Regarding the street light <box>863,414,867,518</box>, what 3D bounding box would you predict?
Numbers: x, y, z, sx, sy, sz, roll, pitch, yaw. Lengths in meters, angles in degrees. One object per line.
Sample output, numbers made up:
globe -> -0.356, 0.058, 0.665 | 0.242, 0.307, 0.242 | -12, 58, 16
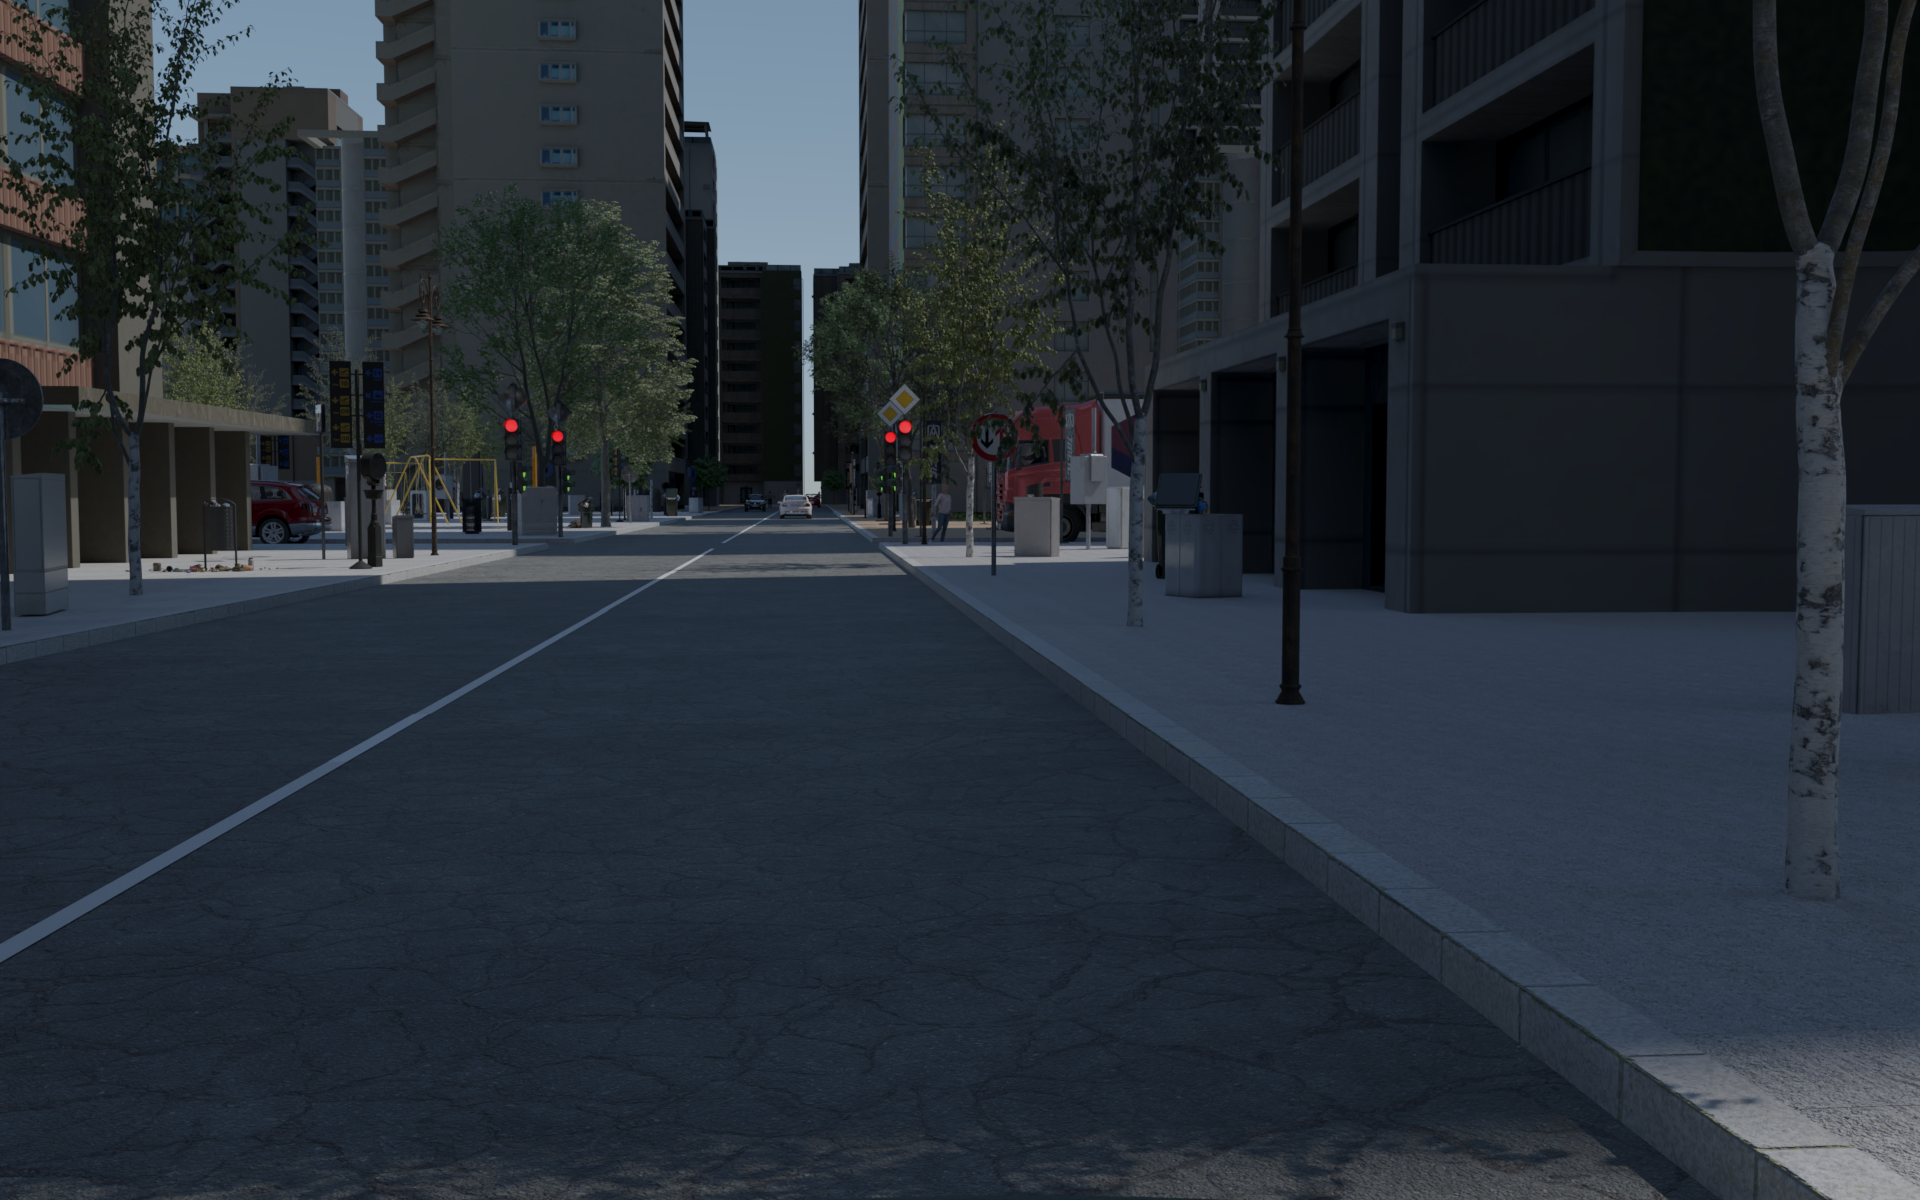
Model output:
street light -> -5.085, -7.344, 92.856 | 0.468, 5.910, 1.993 | 0, 4, -5

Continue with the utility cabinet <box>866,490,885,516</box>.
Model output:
utility cabinet -> -4.822, -5.577, 99.862 | 1.173, 1.500, 0.318 | -1, 4, -20

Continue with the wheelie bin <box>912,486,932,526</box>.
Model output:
wheelie bin -> -1.525, -3.802, 70.063 | 0.980, 1.594, 0.693 | -1, 4, -10

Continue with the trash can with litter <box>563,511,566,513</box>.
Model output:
trash can with litter -> -27.557, -6.551, 118.165 | 2.233, 1.210, 1.678 | 1, 4, 22

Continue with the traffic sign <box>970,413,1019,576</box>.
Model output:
traffic sign -> 0.533, -1.659, 27.237 | 0.768, 2.556, 0.104 | 0, 4, -3

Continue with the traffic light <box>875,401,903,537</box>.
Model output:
traffic light -> -2.122, -3.869, 52.176 | 0.839, 4.253, 0.868 | 0, 4, -5

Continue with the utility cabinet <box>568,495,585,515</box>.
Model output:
utility cabinet -> -23.451, -5.798, 105.952 | 1.020, 1.237, 0.306 | -3, 5, -42

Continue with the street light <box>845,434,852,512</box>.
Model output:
street light -> -8.155, -9.415, 126.730 | 0.468, 5.910, 1.993 | 0, 4, -5

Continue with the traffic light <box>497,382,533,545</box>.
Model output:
traffic light -> -11.152, -3.330, 43.361 | 0.839, 4.253, 0.868 | 0, 4, -5

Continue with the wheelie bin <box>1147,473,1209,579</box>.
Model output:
wheelie bin -> 3.315, -1.122, 26.250 | 0.980, 1.594, 0.693 | 1, 4, 21

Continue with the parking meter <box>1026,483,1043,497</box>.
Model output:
parking meter -> 1.634, -1.815, 38.091 | 0.372, 1.533, 0.369 | 0, 3, 0

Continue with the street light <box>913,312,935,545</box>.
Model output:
street light -> -0.908, -4.349, 43.900 | 0.468, 5.910, 1.993 | 0, 4, -5

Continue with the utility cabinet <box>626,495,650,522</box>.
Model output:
utility cabinet -> -15.074, -4.276, 81.072 | 1.020, 1.237, 0.306 | 0, 4, 8

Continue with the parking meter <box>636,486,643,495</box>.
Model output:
parking meter -> -19.414, -6.066, 104.886 | 0.255, 1.863, 0.399 | -3, 5, -39

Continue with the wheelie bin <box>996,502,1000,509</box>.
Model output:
wheelie bin -> 1.856, -3.972, 72.848 | 0.693, 1.594, 0.980 | 1, 4, 13

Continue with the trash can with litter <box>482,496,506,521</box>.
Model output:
trash can with litter -> -22.263, -4.318, 81.664 | 1.678, 1.210, 2.233 | -1, 4, -22

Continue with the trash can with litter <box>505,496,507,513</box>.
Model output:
trash can with litter -> -30.435, -6.372, 115.562 | 0.624, 1.170, 1.055 | -2, 4, -25

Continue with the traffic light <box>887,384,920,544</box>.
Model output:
traffic light -> -1.428, -3.382, 44.220 | 0.839, 4.253, 0.868 | 0, 4, -5

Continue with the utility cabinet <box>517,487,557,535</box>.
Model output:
utility cabinet -> -13.036, -2.739, 53.461 | 1.173, 1.500, 0.318 | -3, 4, -39

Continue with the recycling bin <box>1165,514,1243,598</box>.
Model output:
recycling bin -> 3.057, -0.561, 21.720 | 0.722, 1.027, 0.722 | -2, 4, -27

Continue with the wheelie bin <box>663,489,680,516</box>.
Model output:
wheelie bin -> -16.573, -5.599, 99.452 | 0.980, 1.594, 0.693 | 0, 4, -5

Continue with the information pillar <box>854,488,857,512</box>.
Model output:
information pillar -> -7.338, -7.128, 121.029 | 0.304, 2.012, 0.304 | 0, 4, 5

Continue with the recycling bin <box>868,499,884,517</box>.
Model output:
recycling bin -> -4.701, -5.150, 96.749 | 0.722, 1.027, 0.722 | -2, 4, -28

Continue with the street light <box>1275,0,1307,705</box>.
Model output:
street light -> 2.023, -2.302, 10.433 | 0.468, 5.910, 1.993 | 0, 4, -5

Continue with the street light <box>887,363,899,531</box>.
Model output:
street light -> -2.260, -5.299, 59.424 | 0.468, 5.910, 1.993 | 0, 4, -5

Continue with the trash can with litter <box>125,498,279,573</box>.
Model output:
trash can with litter -> -12.698, -1.090, 28.875 | 2.233, 1.210, 1.678 | 0, 4, -4

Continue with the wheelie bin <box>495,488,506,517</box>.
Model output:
wheelie bin -> -25.552, -5.390, 96.039 | 0.693, 1.594, 0.980 | -2, 4, -35

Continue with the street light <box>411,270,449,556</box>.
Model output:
street light -> -10.970, -3.865, 35.985 | 0.468, 5.910, 1.993 | 0, 4, -5

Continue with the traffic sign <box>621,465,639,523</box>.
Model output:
traffic sign -> -14.522, -4.657, 76.255 | 0.768, 2.556, 0.104 | 0, 4, -1

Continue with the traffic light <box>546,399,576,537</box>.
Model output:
traffic light -> -11.845, -3.816, 51.316 | 0.839, 4.253, 0.868 | 0, 4, -5

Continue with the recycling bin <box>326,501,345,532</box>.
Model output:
recycling bin -> -21.591, -2.881, 59.663 | 0.722, 1.027, 0.722 | 0, 4, -8

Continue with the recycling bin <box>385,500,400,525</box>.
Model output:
recycling bin -> -23.966, -3.673, 72.603 | 0.722, 1.027, 0.722 | 1, 4, 15

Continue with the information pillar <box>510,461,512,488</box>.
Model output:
information pillar -> -32.228, -8.131, 124.304 | 0.183, 3.616, 0.504 | -1, 4, -21

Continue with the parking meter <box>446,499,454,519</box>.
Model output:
parking meter -> -26.481, -4.983, 89.880 | 0.372, 1.533, 0.369 | 0, 3, 0

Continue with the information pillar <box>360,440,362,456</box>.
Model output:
information pillar -> -23.283, -4.639, 67.196 | 0.183, 3.616, 0.504 | -2, 4, -31

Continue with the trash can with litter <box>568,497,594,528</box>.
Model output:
trash can with litter -> -14.232, -3.273, 64.900 | 1.055, 1.170, 0.624 | 2, 4, 25

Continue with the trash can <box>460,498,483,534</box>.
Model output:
trash can -> -15.698, -2.694, 55.694 | 0.748, 1.137, 0.748 | 0, 3, 0

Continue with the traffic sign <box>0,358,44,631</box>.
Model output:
traffic sign -> -8.982, -0.987, 16.236 | 0.768, 2.556, 0.104 | 0, 4, -5

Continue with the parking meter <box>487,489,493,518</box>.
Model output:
parking meter -> -25.610, -5.248, 94.223 | 0.372, 1.533, 0.369 | 0, 3, 0

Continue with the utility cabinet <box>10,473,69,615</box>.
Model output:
utility cabinet -> -9.893, -0.607, 18.610 | 0.318, 1.500, 1.173 | -1, 4, -17

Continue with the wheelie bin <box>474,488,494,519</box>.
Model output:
wheelie bin -> -24.278, -4.903, 88.071 | 0.693, 1.594, 0.980 | 0, 4, 5

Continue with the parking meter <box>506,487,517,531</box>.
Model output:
parking meter -> -15.616, -3.180, 60.411 | 0.372, 1.533, 0.369 | 0, 3, 0

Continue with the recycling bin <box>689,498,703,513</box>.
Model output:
recycling bin -> -17.803, -6.378, 116.827 | 0.722, 1.027, 0.722 | 1, 4, 20

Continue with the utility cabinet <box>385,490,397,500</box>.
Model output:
utility cabinet -> -29.529, -4.946, 89.544 | 0.318, 1.500, 1.173 | 0, 4, 6
